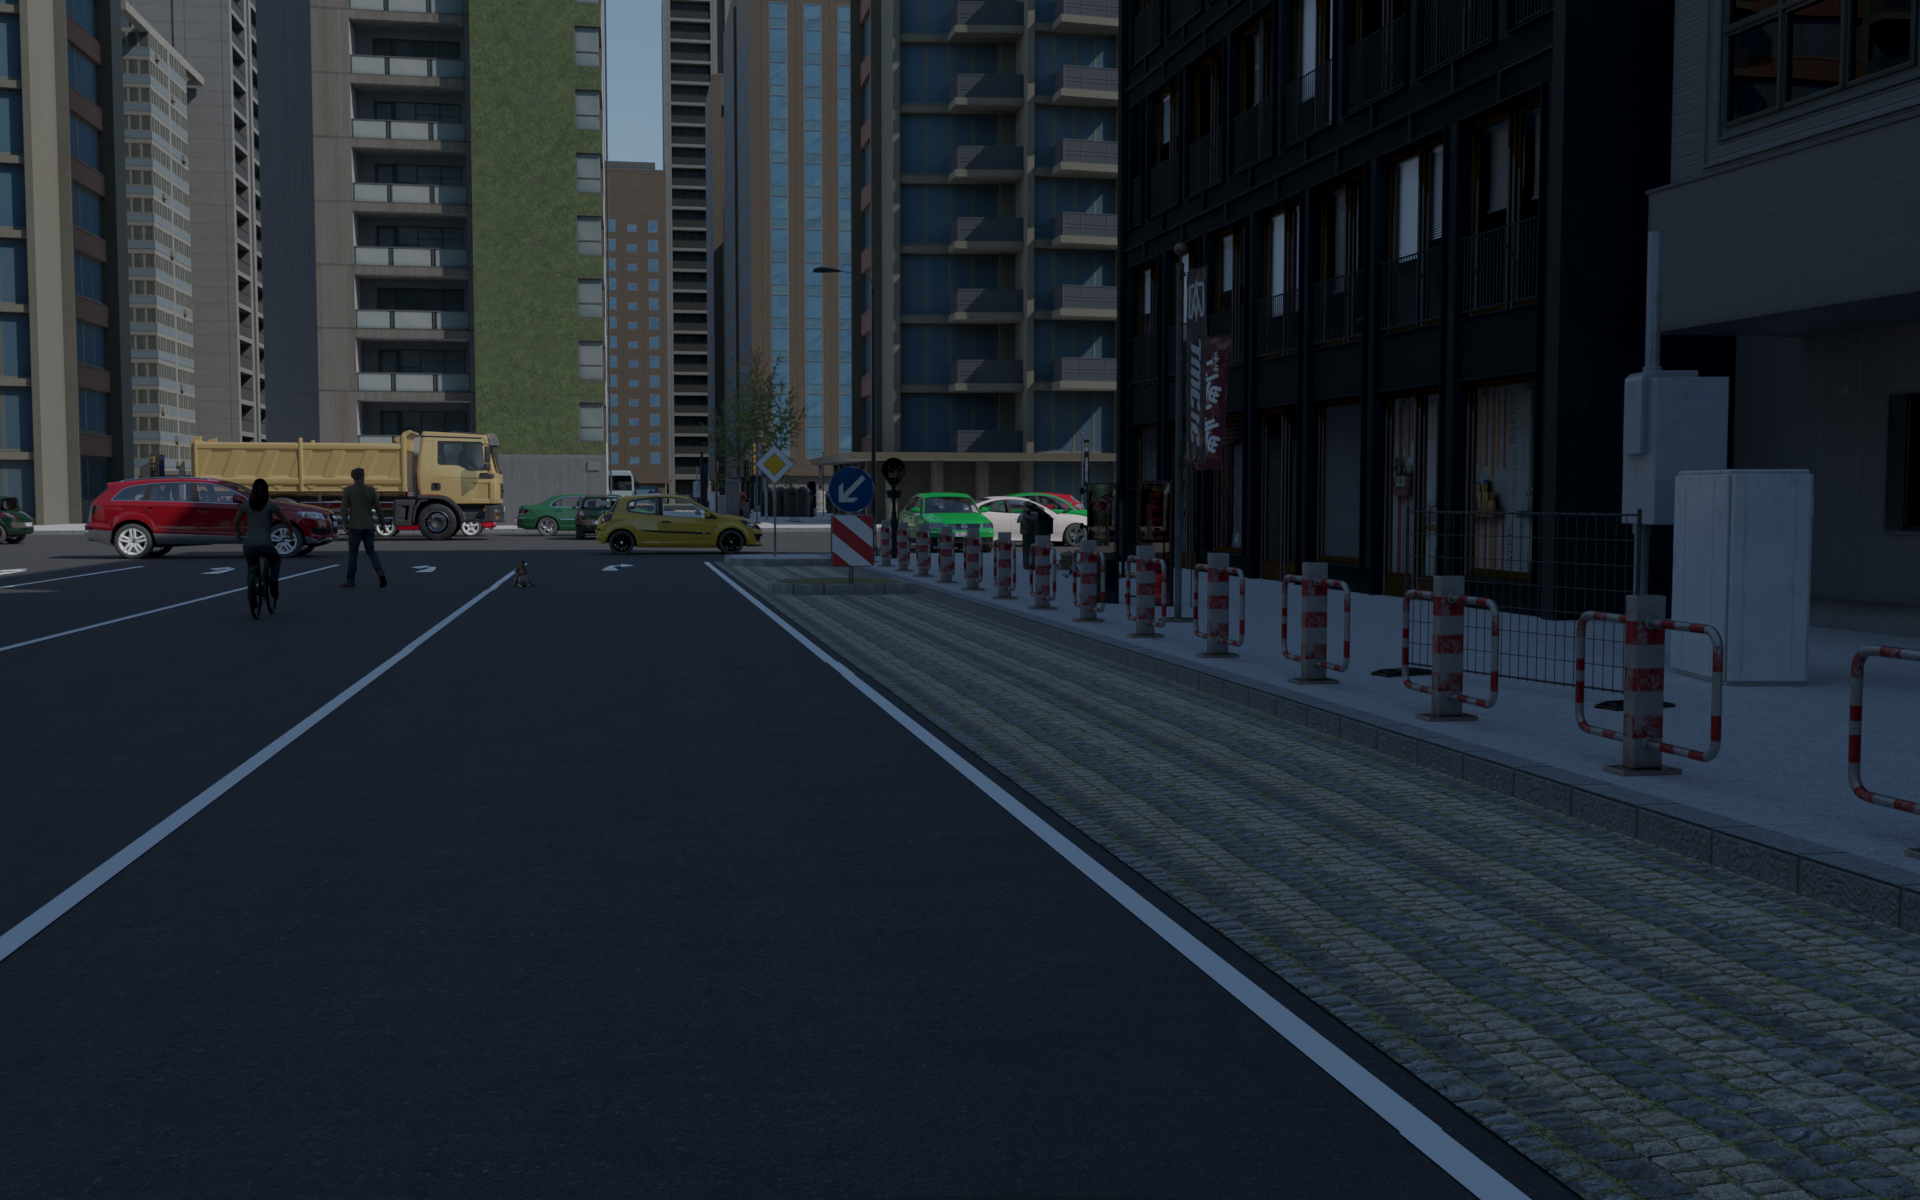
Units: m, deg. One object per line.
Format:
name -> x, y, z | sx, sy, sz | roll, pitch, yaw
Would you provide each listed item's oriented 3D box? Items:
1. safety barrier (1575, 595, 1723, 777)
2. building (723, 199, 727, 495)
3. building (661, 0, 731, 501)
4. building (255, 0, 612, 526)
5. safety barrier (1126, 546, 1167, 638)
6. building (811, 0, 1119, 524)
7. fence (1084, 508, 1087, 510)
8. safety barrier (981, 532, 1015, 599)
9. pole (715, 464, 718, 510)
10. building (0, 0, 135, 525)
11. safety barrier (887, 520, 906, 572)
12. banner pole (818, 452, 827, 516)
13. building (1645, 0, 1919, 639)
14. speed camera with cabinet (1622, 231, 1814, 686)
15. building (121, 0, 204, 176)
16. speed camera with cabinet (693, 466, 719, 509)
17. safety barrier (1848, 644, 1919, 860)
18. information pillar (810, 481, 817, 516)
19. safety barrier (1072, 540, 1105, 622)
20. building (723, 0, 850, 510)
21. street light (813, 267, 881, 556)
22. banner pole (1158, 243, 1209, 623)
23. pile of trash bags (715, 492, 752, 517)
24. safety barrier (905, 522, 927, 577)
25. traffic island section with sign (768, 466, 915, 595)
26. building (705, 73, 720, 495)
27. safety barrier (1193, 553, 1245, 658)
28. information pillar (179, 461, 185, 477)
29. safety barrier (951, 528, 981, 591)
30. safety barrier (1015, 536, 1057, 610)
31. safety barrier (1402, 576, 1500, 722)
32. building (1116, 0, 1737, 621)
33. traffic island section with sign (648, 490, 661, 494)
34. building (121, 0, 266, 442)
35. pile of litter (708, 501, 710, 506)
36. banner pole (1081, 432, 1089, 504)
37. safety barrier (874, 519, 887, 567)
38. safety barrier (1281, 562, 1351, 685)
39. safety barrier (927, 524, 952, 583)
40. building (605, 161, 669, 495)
safety barrier -> 3.138, 0.387, 7.946 | 0.300, 0.817, 1.120 | -1, 4, -11
building -> -16.099, -24.314, 169.240 | 14.160, 30.474, 14.107 | -1, 4, -11
building -> -30.079, -48.884, 237.513 | 20.611, 71.187, 20.563 | -1, 4, -11
building -> -22.580, -23.974, 75.564 | 14.086, 41.232, 14.154 | -1, 4, -11
safety barrier -> 1.660, -0.074, 15.491 | 0.300, 0.817, 1.120 | -1, 4, -11
building -> 7.553, -26.205, 83.072 | 28.867, 44.769, 22.147 | -1, 4, -11
fence -> 4.878, -3.455, 71.870 | 2.069, 0.683, 0.278 | -3, 4, -38
safety barrier -> 0.545, -0.422, 21.178 | 0.300, 0.817, 1.120 | -1, 4, -11
pole -> -16.573, -7.581, 117.785 | 0.158, 3.312, 0.155 | 0, 3, 0
building -> -52.315, -25.645, 73.924 | 28.867, 44.769, 22.147 | -1, 4, -11
safety barrier -> -0.939, -0.885, 28.747 | 0.300, 0.817, 1.120 | -1, 4, -11
banner pole -> -8.256, -6.931, 103.346 | 0.401, 3.779, 0.863 | -2, 4, -30
building -> 16.128, -11.278, 3.465 | 14.314, 24.678, 30.058 | -1, 4, -11
speed camera with cabinet -> 5.410, -1.108, 12.457 | 0.660, 3.252, 2.038 | 0, 4, 1
building -> -72.448, -26.830, 130.551 | 32.217, 40.220, 23.993 | -1, 4, -11
speed camera with cabinet -> -18.051, -7.878, 123.148 | 2.038, 3.252, 0.660 | 3, 4, 36
safety barrier -> 3.512, 0.502, 6.063 | 0.300, 0.817, 1.120 | -1, 4, -11
information pillar -> -8.500, -5.852, 100.168 | 0.304, 2.012, 0.304 | -2, 4, -34
safety barrier -> 1.290, -0.190, 17.389 | 0.300, 0.817, 1.120 | -1, 4, -11
building -> -13.588, -30.852, 154.543 | 14.600, 45.320, 14.200 | -1, 4, -11
street light -> -2.318, -3.859, 35.643 | 1.470, 5.913, 1.316 | -1, 4, -11
banner pole -> 2.263, -1.659, 17.140 | 0.401, 3.779, 0.863 | -1, 4, -17
pile of trash bags -> -12.642, -5.363, 97.435 | 1.912, 1.369, 3.447 | -1, 4, -23
safety barrier -> -0.567, -0.769, 26.855 | 0.300, 0.817, 1.120 | -1, 4, -11
traffic island section with sign -> -1.794, -1.025, 25.384 | 1.989, 1.847, 2.006 | -1, 4, -11
building -> -19.399, -32.580, 182.795 | 14.600, 45.320, 14.200 | -1, 4, -11
safety barrier -> 2.028, 0.041, 13.610 | 0.300, 0.817, 1.120 | -1, 4, -11
information pillar -> -55.013, -8.023, 122.529 | 0.504, 3.616, 0.183 | 1, 4, 19
safety barrier -> 0.173, -0.538, 23.076 | 0.300, 0.817, 1.120 | -1, 4, -11
safety barrier -> 0.918, -0.306, 19.280 | 0.300, 0.817, 1.120 | -1, 4, -11
safety barrier -> 2.769, 0.272, 9.828 | 0.300, 0.817, 1.120 | -1, 4, -11
building -> 10.519, -11.992, 25.746 | 12.332, 23.373, 15.834 | -1, 4, -11
traffic island section with sign -> -32.500, -10.598, 181.912 | 1.989, 1.847, 2.006 | -1, 4, -11
building -> -70.487, -43.695, 152.671 | 20.563, 71.187, 20.611 | -1, 4, -11
pile of litter -> -17.782, -6.484, 119.980 | 1.176, 0.858, 1.719 | -1, 4, -9
banner pole -> 5.055, -4.905, 70.221 | 0.401, 3.779, 0.863 | -1, 4, -23
safety barrier -> -1.307, -1.000, 30.629 | 0.300, 0.817, 1.120 | -1, 4, -11
safety barrier -> 2.399, 0.156, 11.729 | 0.300, 0.817, 1.120 | -1, 4, -11
safety barrier -> -0.197, -0.654, 24.964 | 0.300, 0.817, 1.120 | -1, 4, -11
building -> -46.511, -35.569, 231.657 | 14.200, 45.320, 14.600 | -1, 4, -11
